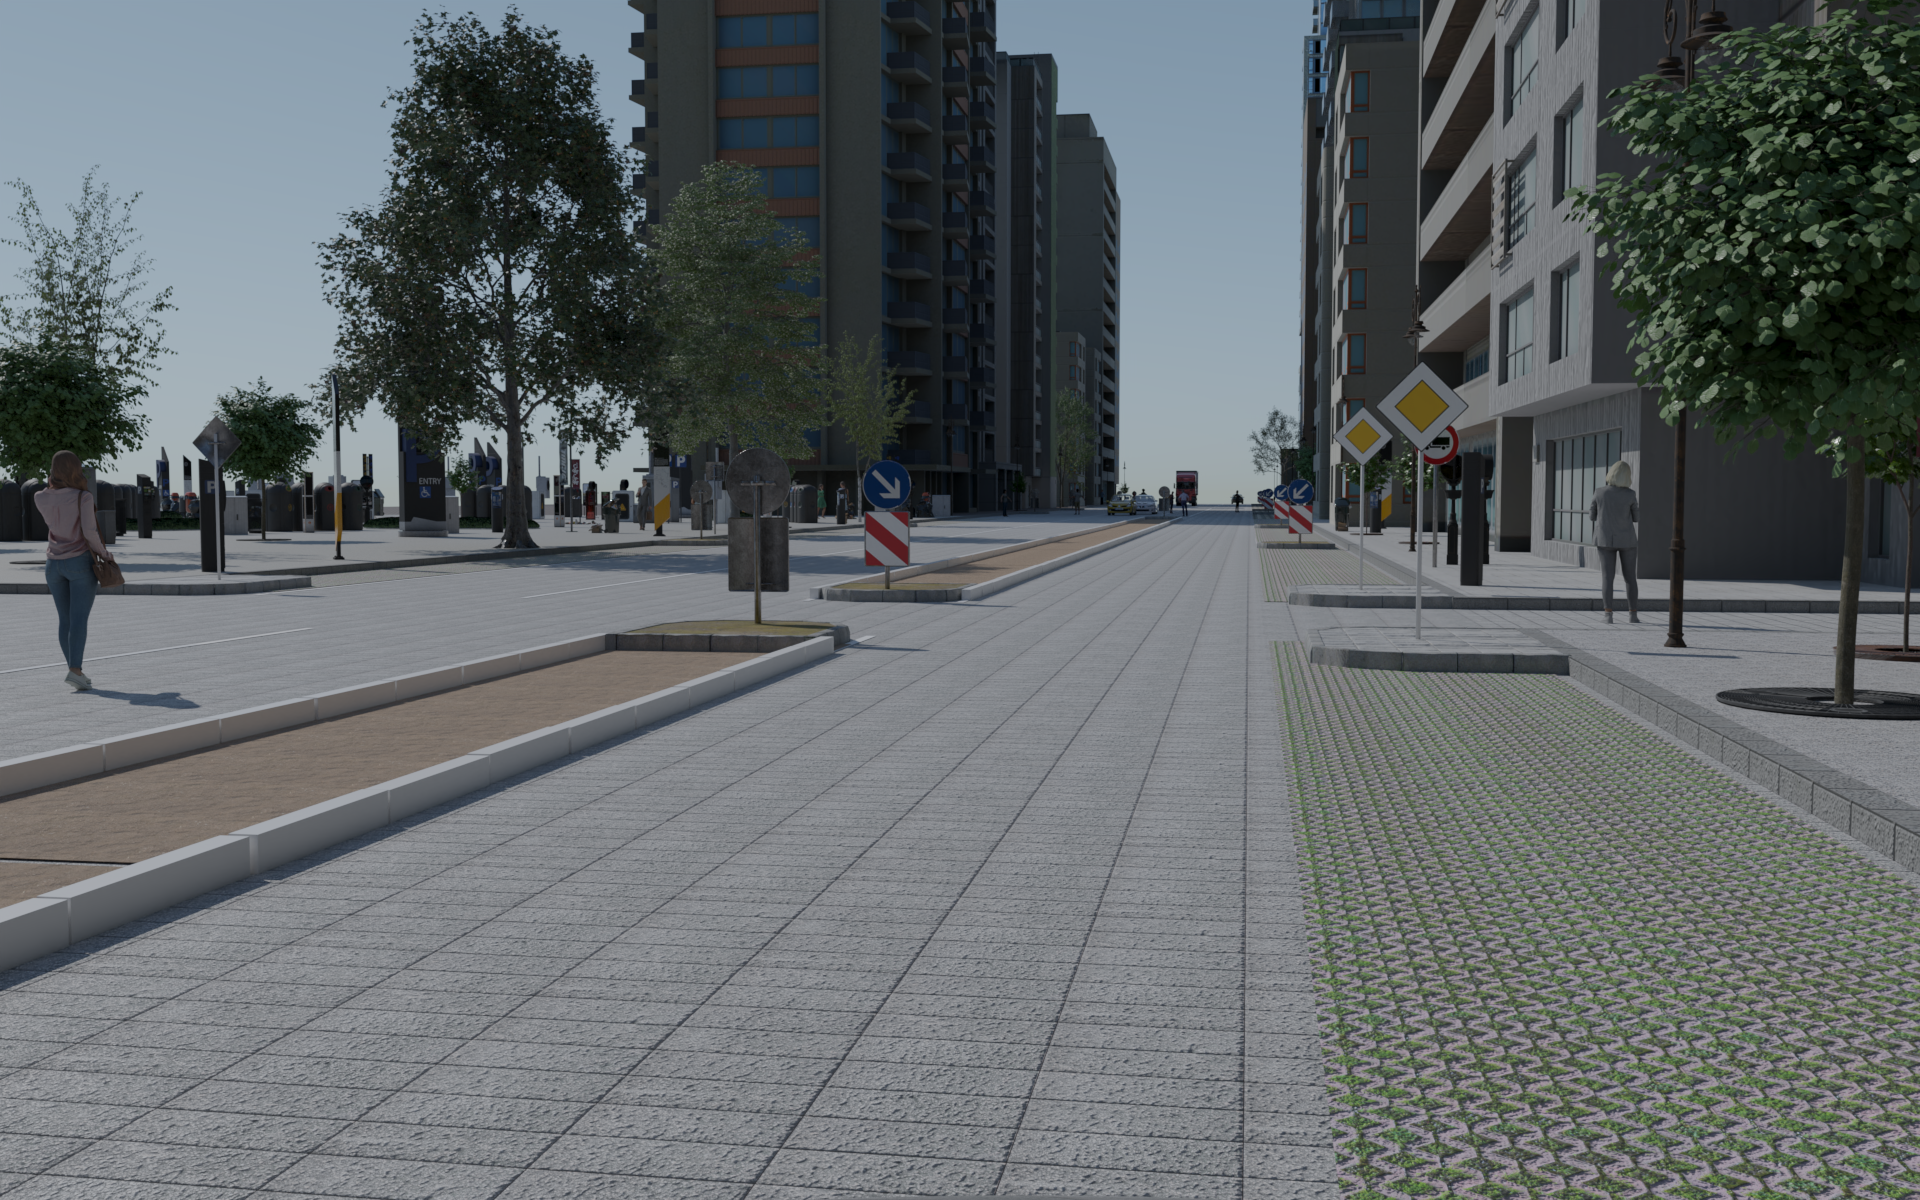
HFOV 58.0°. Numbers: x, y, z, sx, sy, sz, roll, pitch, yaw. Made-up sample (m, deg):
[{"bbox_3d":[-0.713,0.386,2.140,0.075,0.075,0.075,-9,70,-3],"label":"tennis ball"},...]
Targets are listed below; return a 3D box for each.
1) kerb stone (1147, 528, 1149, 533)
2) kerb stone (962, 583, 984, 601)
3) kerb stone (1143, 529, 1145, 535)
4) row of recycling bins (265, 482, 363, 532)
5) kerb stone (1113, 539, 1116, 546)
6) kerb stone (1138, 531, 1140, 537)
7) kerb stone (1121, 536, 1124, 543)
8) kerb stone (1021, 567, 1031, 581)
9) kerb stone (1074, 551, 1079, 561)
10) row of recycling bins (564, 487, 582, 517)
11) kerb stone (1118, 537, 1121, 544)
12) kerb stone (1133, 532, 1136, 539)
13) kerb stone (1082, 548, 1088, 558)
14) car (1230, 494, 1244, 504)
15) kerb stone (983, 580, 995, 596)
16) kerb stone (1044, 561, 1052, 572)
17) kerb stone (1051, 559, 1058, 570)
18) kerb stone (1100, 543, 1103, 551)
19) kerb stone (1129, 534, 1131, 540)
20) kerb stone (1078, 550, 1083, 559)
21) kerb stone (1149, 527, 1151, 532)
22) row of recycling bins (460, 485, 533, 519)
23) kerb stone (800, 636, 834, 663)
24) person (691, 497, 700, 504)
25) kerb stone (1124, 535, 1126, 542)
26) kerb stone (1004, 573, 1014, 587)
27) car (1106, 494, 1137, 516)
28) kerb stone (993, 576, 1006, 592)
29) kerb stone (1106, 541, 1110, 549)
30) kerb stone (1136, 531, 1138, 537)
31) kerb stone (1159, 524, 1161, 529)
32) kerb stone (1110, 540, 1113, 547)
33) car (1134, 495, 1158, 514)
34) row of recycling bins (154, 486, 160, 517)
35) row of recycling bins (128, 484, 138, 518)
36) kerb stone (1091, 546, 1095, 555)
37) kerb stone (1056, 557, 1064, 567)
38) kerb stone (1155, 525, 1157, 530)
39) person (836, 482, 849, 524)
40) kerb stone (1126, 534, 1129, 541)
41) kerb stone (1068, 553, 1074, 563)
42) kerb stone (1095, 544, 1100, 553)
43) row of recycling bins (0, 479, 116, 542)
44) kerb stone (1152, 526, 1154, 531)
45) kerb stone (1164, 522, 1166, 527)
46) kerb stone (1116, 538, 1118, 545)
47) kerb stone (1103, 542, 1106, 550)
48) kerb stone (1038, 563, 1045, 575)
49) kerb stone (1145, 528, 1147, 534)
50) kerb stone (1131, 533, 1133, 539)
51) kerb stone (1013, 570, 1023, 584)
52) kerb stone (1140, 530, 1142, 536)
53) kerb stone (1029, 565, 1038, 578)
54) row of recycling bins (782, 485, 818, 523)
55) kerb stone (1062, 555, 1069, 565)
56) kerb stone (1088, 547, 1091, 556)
[{"bbox_3d":[6.594,-2.444,62.153,0.120,0.150,1.000,1,4,9],"label":"kerb stone"},{"bbox_3d":[0.165,-0.095,23.750,0.120,0.150,1.000,1,4,9],"label":"kerb stone"},{"bbox_3d":[6.252,-2.317,60.126,0.120,0.150,1.000,1,4,9],"label":"kerb stone"},{"bbox_3d":[-22.435,-3.241,60.109,1.069,1.692,3.534,3,4,38],"label":"row of recycling bins"},{"bbox_3d":[4.059,-1.516,46.987,0.120,0.150,1.000,1,4,9],"label":"kerb stone"},{"bbox_3d":[5.757,-2.135,57.100,0.120,0.150,1.000,1,4,9],"label":"kerb stone"},{"bbox_3d":[4.568,-1.702,50.021,0.120,0.150,1.000,1,4,9],"label":"kerb stone"},{"bbox_3d":[1.010,-0.404,28.805,0.120,0.150,1.000,1,4,9],"label":"kerb stone"},{"bbox_3d":[2.369,-0.899,36.887,0.120,0.150,1.000,1,4,9],"label":"kerb stone"},{"bbox_3d":[-21.801,-5.493,96.929,1.069,1.692,3.534,0,4,-5],"label":"row of recycling bins"},{"bbox_3d":[4.395,-1.640,49.014,0.120,0.150,1.000,1,4,9],"label":"kerb stone"},{"bbox_3d":[5.412,-2.011,55.082,0.120,0.150,1.000,1,4,9],"label":"kerb stone"},{"bbox_3d":[2.705,-1.022,38.903,0.120,0.150,1.000,1,4,9],"label":"kerb stone"},{"bbox_3d":[39.546,-14.504,246.933,2.009,1.686,4.222,0,4,8],"label":"car"},{"bbox_3d":[0.339,-0.157,24.757,0.120,0.150,1.000,1,4,9],"label":"kerb stone"},{"bbox_3d":[1.522,-0.584,31.831,0.120,0.150,1.000,1,4,9],"label":"kerb stone"},{"bbox_3d":[1.689,-0.650,32.839,0.120,0.150,1.000,1,4,9],"label":"kerb stone"},{"bbox_3d":[3.380,-1.263,42.946,0.120,0.150,1.000,1,4,9],"label":"kerb stone"},{"bbox_3d":[5.077,-1.888,53.066,0.120,0.150,1.000,1,4,9],"label":"kerb stone"},{"bbox_3d":[2.539,-0.959,37.895,0.120,0.150,1.000,1,4,9],"label":"kerb stone"},{"bbox_3d":[6.768,-2.506,63.170,0.120,0.150,1.000,1,4,9],"label":"kerb stone"},{"bbox_3d":[-21.258,-4.418,79.351,3.534,1.692,1.069,1,4,12],"label":"row of recycling bins"},{"bbox_3d":[-1.280,0.435,15.123,0.120,0.150,1.000,1,4,9],"label":"kerb stone"},{"bbox_3d":[-9.456,-3.398,62.597,0.522,1.701,0.512,-1,4,-13],"label":"person"},{"bbox_3d":[4.736,-1.761,51.041,0.120,0.150,1.000,1,4,9],"label":"kerb stone"},{"bbox_3d":[0.674,-0.280,26.777,0.120,0.150,1.000,1,4,9],"label":"kerb stone"},{"bbox_3d":[10.907,-6.505,116.579,2.015,1.641,3.980,1,4,11],"label":"car"},{"bbox_3d":[0.514,-0.216,25.768,0.120,0.150,1.000,1,4,9],"label":"kerb stone"},{"bbox_3d":[3.717,-1.390,44.972,0.120,0.150,1.000,1,4,9],"label":"kerb stone"},{"bbox_3d":[5.579,-2.073,56.094,0.120,0.150,1.000,1,4,9],"label":"kerb stone"},{"bbox_3d":[7.954,-2.936,70.247,0.120,0.150,1.000,1,4,9],"label":"kerb stone"},{"bbox_3d":[3.894,-1.455,45.978,0.120,0.150,1.000,1,4,9],"label":"kerb stone"},{"bbox_3d":[13.104,-6.802,123.577,2.083,1.381,4.827,1,4,9],"label":"car"},{"bbox_3d":[-34.736,-3.945,71.617,1.069,1.692,3.534,2,4,30],"label":"row of recycling bins"},{"bbox_3d":[-32.932,-3.689,67.427,1.069,1.692,3.534,0,4,-8],"label":"row of recycling bins"},{"bbox_3d":[3.036,-1.146,40.927,0.120,0.150,1.000,1,4,9],"label":"kerb stone"},{"bbox_3d":[1.862,-0.707,33.851,0.120,0.150,1.000,1,4,9],"label":"kerb stone"},{"bbox_3d":[7.444,-2.753,67.206,0.120,0.150,1.000,1,4,9],"label":"kerb stone"},{"bbox_3d":[-4.953,-4.148,73.954,0.616,1.811,0.778,-2,4,-33],"label":"person"},{"bbox_3d":[4.906,-1.825,52.058,0.120,0.150,1.000,1,4,9],"label":"kerb stone"},{"bbox_3d":[2.197,-0.835,35.870,0.120,0.150,1.000,1,4,9],"label":"kerb stone"},{"bbox_3d":[3.214,-1.207,41.937,0.120,0.150,1.000,1,4,9],"label":"kerb stone"},{"bbox_3d":[-25.132,-2.501,48.001,1.069,1.692,3.534,2,4,32],"label":"row of recycling bins"},{"bbox_3d":[7.102,-2.626,65.191,0.120,0.150,1.000,1,4,9],"label":"kerb stone"},{"bbox_3d":[8.629,-3.186,74.291,0.120,0.150,1.000,1,4,9],"label":"kerb stone"},{"bbox_3d":[4.223,-1.574,47.996,0.120,0.150,1.000,1,4,9],"label":"kerb stone"},{"bbox_3d":[3.551,-1.328,43.964,0.120,0.150,1.000,1,4,9],"label":"kerb stone"},{"bbox_3d":[1.345,-0.528,30.822,0.120,0.150,1.000,1,4,9],"label":"kerb stone"},{"bbox_3d":[6.423,-2.382,61.133,0.120,0.150,1.000,1,4,9],"label":"kerb stone"},{"bbox_3d":[5.243,-1.950,54.074,0.120,0.150,1.000,1,4,9],"label":"kerb stone"},{"bbox_3d":[0.843,-0.341,27.790,0.120,0.150,1.000,1,4,9],"label":"kerb stone"},{"bbox_3d":[5.914,-2.196,58.110,0.120,0.150,1.000,1,4,9],"label":"kerb stone"},{"bbox_3d":[1.183,-0.466,29.812,0.120,0.150,1.000,1,4,9],"label":"kerb stone"},{"bbox_3d":[-7.134,-4.304,77.482,1.069,1.692,3.534,-1,4,-20],"label":"row of recycling bins"},{"bbox_3d":[2.031,-0.774,34.858,0.120,0.150,1.000,1,4,9],"label":"kerb stone"},{"bbox_3d":[2.867,-1.084,39.913,0.120,0.150,1.000,1,4,9],"label":"kerb stone"}]
